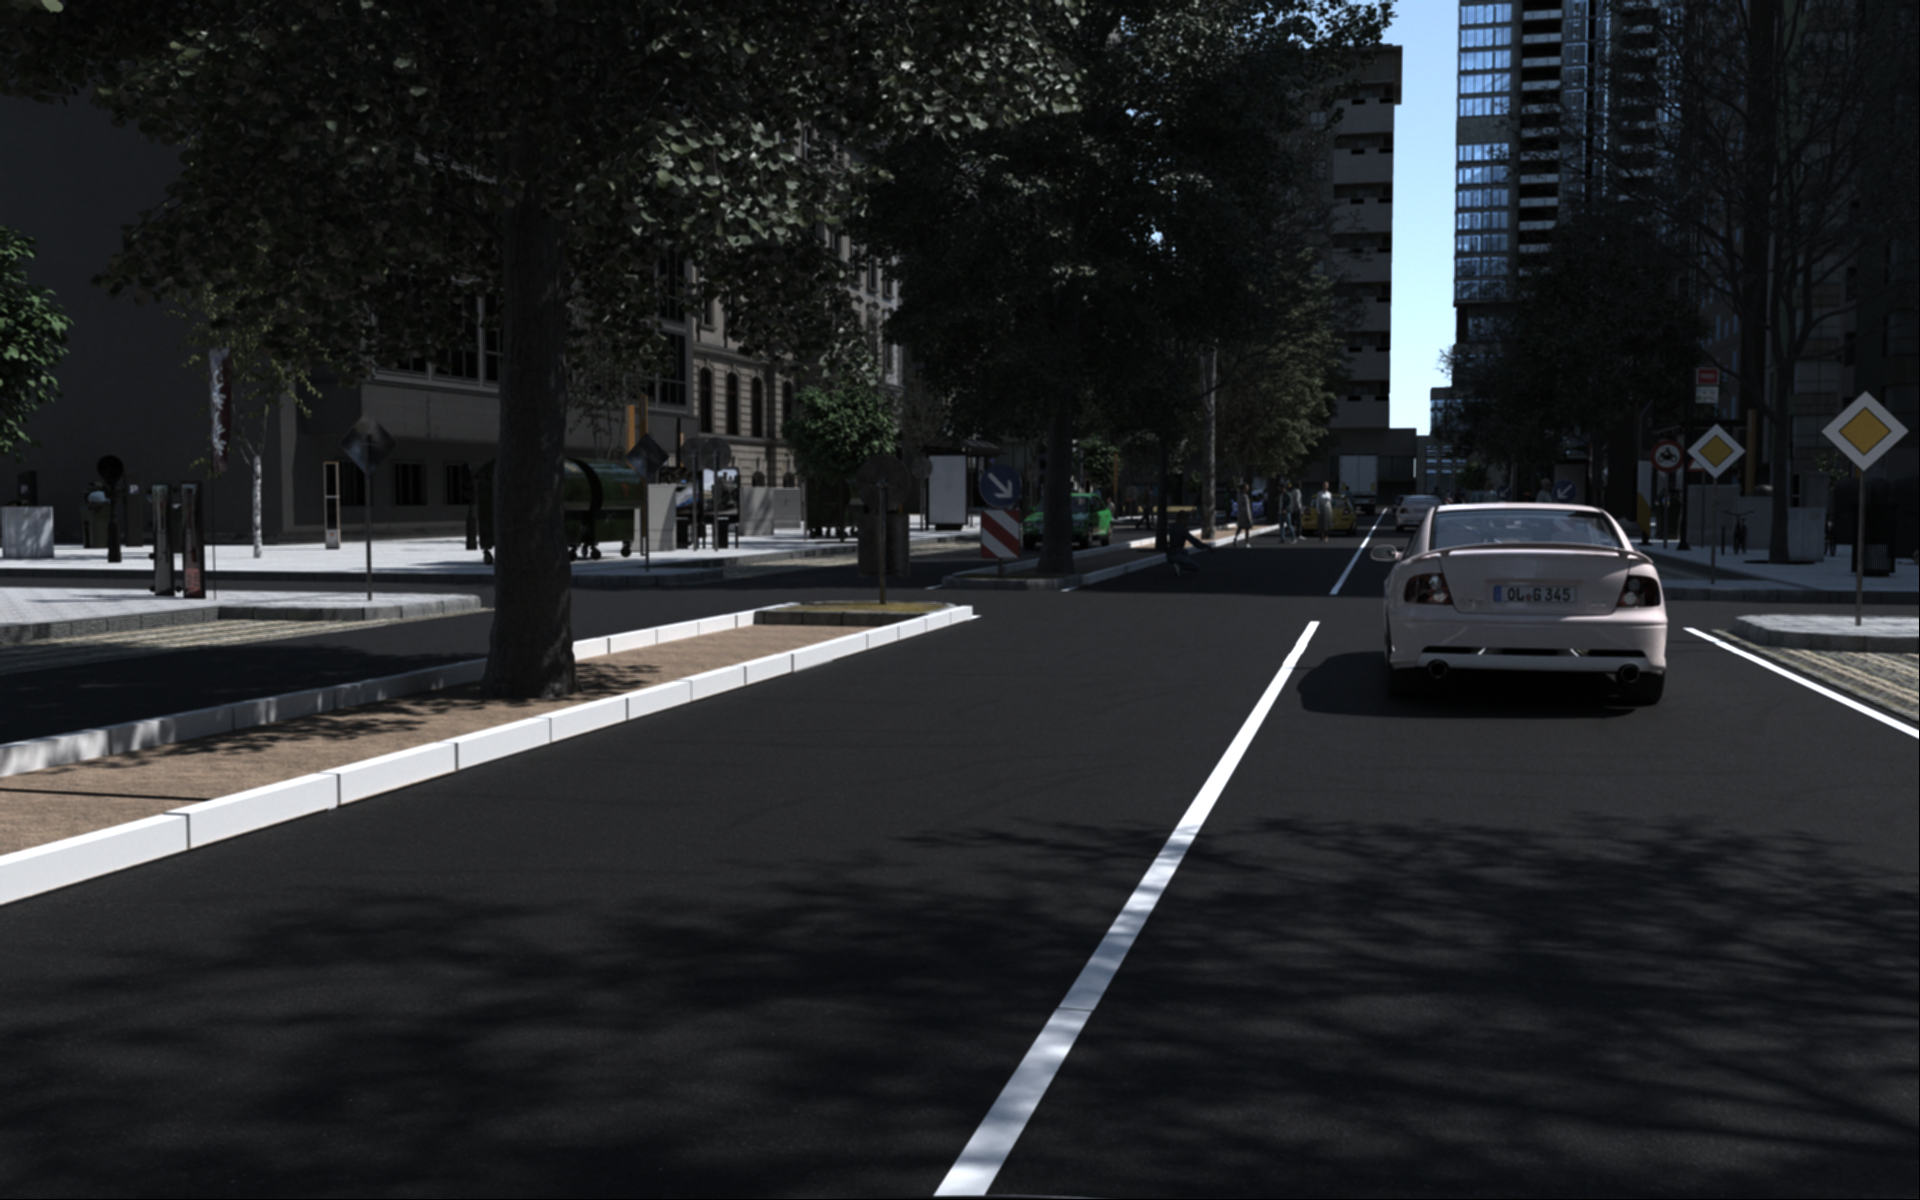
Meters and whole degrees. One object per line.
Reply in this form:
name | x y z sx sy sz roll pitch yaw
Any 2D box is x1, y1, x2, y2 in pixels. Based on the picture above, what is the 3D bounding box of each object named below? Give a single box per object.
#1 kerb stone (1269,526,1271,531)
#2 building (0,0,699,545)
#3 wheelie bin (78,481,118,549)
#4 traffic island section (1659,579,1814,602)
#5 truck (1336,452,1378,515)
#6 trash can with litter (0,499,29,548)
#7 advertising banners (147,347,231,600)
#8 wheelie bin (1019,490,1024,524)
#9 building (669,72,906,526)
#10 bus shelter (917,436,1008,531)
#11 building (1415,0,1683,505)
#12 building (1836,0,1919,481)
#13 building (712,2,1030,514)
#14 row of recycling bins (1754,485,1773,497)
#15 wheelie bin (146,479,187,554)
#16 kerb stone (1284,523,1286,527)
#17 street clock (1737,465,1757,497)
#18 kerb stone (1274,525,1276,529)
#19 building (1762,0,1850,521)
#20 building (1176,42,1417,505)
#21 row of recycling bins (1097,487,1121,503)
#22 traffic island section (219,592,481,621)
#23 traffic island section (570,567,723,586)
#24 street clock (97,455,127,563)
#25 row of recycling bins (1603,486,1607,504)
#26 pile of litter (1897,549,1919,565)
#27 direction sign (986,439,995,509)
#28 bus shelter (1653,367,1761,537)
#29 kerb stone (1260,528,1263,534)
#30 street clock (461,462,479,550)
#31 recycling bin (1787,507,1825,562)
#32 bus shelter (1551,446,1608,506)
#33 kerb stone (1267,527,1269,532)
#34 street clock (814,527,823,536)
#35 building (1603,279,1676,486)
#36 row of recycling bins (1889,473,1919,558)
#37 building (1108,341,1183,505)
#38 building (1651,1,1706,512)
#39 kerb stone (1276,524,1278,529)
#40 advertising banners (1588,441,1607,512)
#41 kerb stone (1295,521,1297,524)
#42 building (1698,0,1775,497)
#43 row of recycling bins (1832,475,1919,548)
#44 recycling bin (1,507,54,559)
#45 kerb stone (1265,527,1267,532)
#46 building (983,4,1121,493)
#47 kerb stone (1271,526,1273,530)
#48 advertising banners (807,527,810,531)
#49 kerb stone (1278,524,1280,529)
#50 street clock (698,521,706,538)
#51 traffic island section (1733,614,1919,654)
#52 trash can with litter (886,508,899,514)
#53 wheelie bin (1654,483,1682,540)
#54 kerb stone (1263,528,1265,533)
kerb stone | 11.588 -2.653 65.632 0.120 0.150 1.000 1 4 14
building | -19.322 -16.008 55.239 14.314 27.812 24.014 1 4 14
wheelie bin | -20.297 -2.011 40.790 0.980 1.594 0.693 2 4 35
traffic island section | 10.714 -0.143 24.619 2.009 0.180 2.903 1 4 14
truck | 27.643 -8.049 120.508 2.839 4.237 11.283 1 4 12
trash can with litter | -22.754 -1.839 41.453 1.055 1.170 0.624 2 4 34
advertising banners | -9.449 -1.534 21.261 2.074 3.025 0.090 3 5 39
wheelie bin | 2.456 -4.058 74.251 0.693 1.594 0.980 -1 4 -17
building | -12.577 -16.195 83.867 14.460 24.649 34.723 1 4 14
bus shelter | 0.141 -4.212 62.785 2.014 3.302 5.546 1 4 14
building | 67.770 -53.931 194.445 31.000 86.520 22.319 1 4 14
building | 39.988 -17.817 63.017 14.160 30.474 14.107 1 4 14
building | -11.705 -26.164 119.655 32.217 40.220 23.993 1 4 14
row of recycling bins | 36.033 -4.293 77.311 1.069 1.692 3.534 2 4 31
wheelie bin | -17.062 -1.808 37.461 0.980 1.594 0.693 -1 4 -9
kerb stone | 13.839 -3.205 74.604 0.120 0.150 1.000 1 4 14
street clock | 19.880 -2.400 43.804 0.358 2.002 0.471 -1 4 -15
kerb stone | 12.346 -2.839 68.632 0.120 0.150 1.000 1 4 14
building | 47.570 -24.557 85.094 14.154 41.232 14.086 1 4 14
building | 40.237 -37.717 205.904 27.495 52.752 28.713 1 4 14
row of recycling bins | 8.636 -5.763 101.343 1.069 1.692 3.534 1 4 21
traffic island section | -7.129 0.087 20.858 2.009 0.180 2.903 1 4 14
traffic island section | -5.184 -0.387 28.603 2.009 0.180 2.903 1 4 14
street clock | -15.816 -1.699 32.349 0.471 2.002 0.358 -1 4 -10
row of recycling bins | 33.515 -5.036 89.447 1.069 1.692 3.534 -2 4 -32
pile of litter | 17.978 -1.079 31.613 1.719 0.858 1.176 0 4 7
direction sign | 1.059 -4.729 69.309 0.876 3.537 0.379 -3 4 -37
bus shelter | 22.347 -4.590 52.680 2.179 5.291 8.768 1 4 14
kerb stone | 10.587 -2.414 61.659 0.120 0.150 1.000 1 4 14
street clock | -11.216 -2.150 39.722 0.471 2.002 0.358 3 5 44
recycling bin | 16.129 -1.258 33.124 0.722 1.027 0.722 2 4 26
bus shelter | 26.550 -4.932 74.554 2.014 3.302 5.546 1 4 14
kerb stone | 11.331 -2.595 64.634 0.120 0.150 1.000 1 4 14
street clock | -4.297 -2.933 52.529 0.358 2.002 0.471 -2 4 -30
building | 67.680 -18.036 139.930 27.650 21.520 28.899 1 4 14
row of recycling bins | 20.273 -1.730 35.403 3.534 1.692 1.069 -2 4 -27
building | 12.796 -22.526 213.342 28.899 21.520 27.650 1 4 14
building | 58.296 -41.409 115.289 20.563 71.187 20.611 1 4 14
kerb stone | 12.588 -2.899 69.634 0.120 0.150 1.000 1 4 14
advertising banners | 20.640 -3.664 56.090 0.090 3.025 2.074 0 4 4
kerb stone | 17.086 -3.990 87.536 0.120 0.150 1.000 1 4 14
building | 51.089 -27.457 99.034 14.600 45.320 14.200 1 4 14
row of recycling bins | 23.899 -2.296 44.654 3.534 1.692 1.069 -2 4 -28
recycling bin | -18.632 -1.349 34.609 0.722 1.027 0.722 3 4 38
kerb stone | 11.085 -2.535 63.642 0.120 0.150 1.000 1 4 14
building | -0.436 -34.688 156.393 27.495 52.752 28.713 1 4 14
kerb stone | 11.836 -2.718 66.633 0.120 0.150 1.000 1 4 14
advertising banners | -5.277 -3.969 61.074 0.090 3.025 2.074 0 4 2
kerb stone | 12.835 -2.960 70.626 0.120 0.150 1.000 1 4 14
street clock | -7.581 -2.828 50.808 0.471 2.002 0.358 3 5 42
traffic island section | 8.768 0.331 16.874 2.009 0.180 2.903 1 4 14
trash can with litter | -2.437 -2.630 54.384 1.055 1.170 0.624 1 4 15
wheelie bin | 19.802 -2.476 48.398 0.693 1.594 0.980 1 4 13
kerb stone | 10.839 -2.474 62.649 0.120 0.150 1.000 1 4 14
